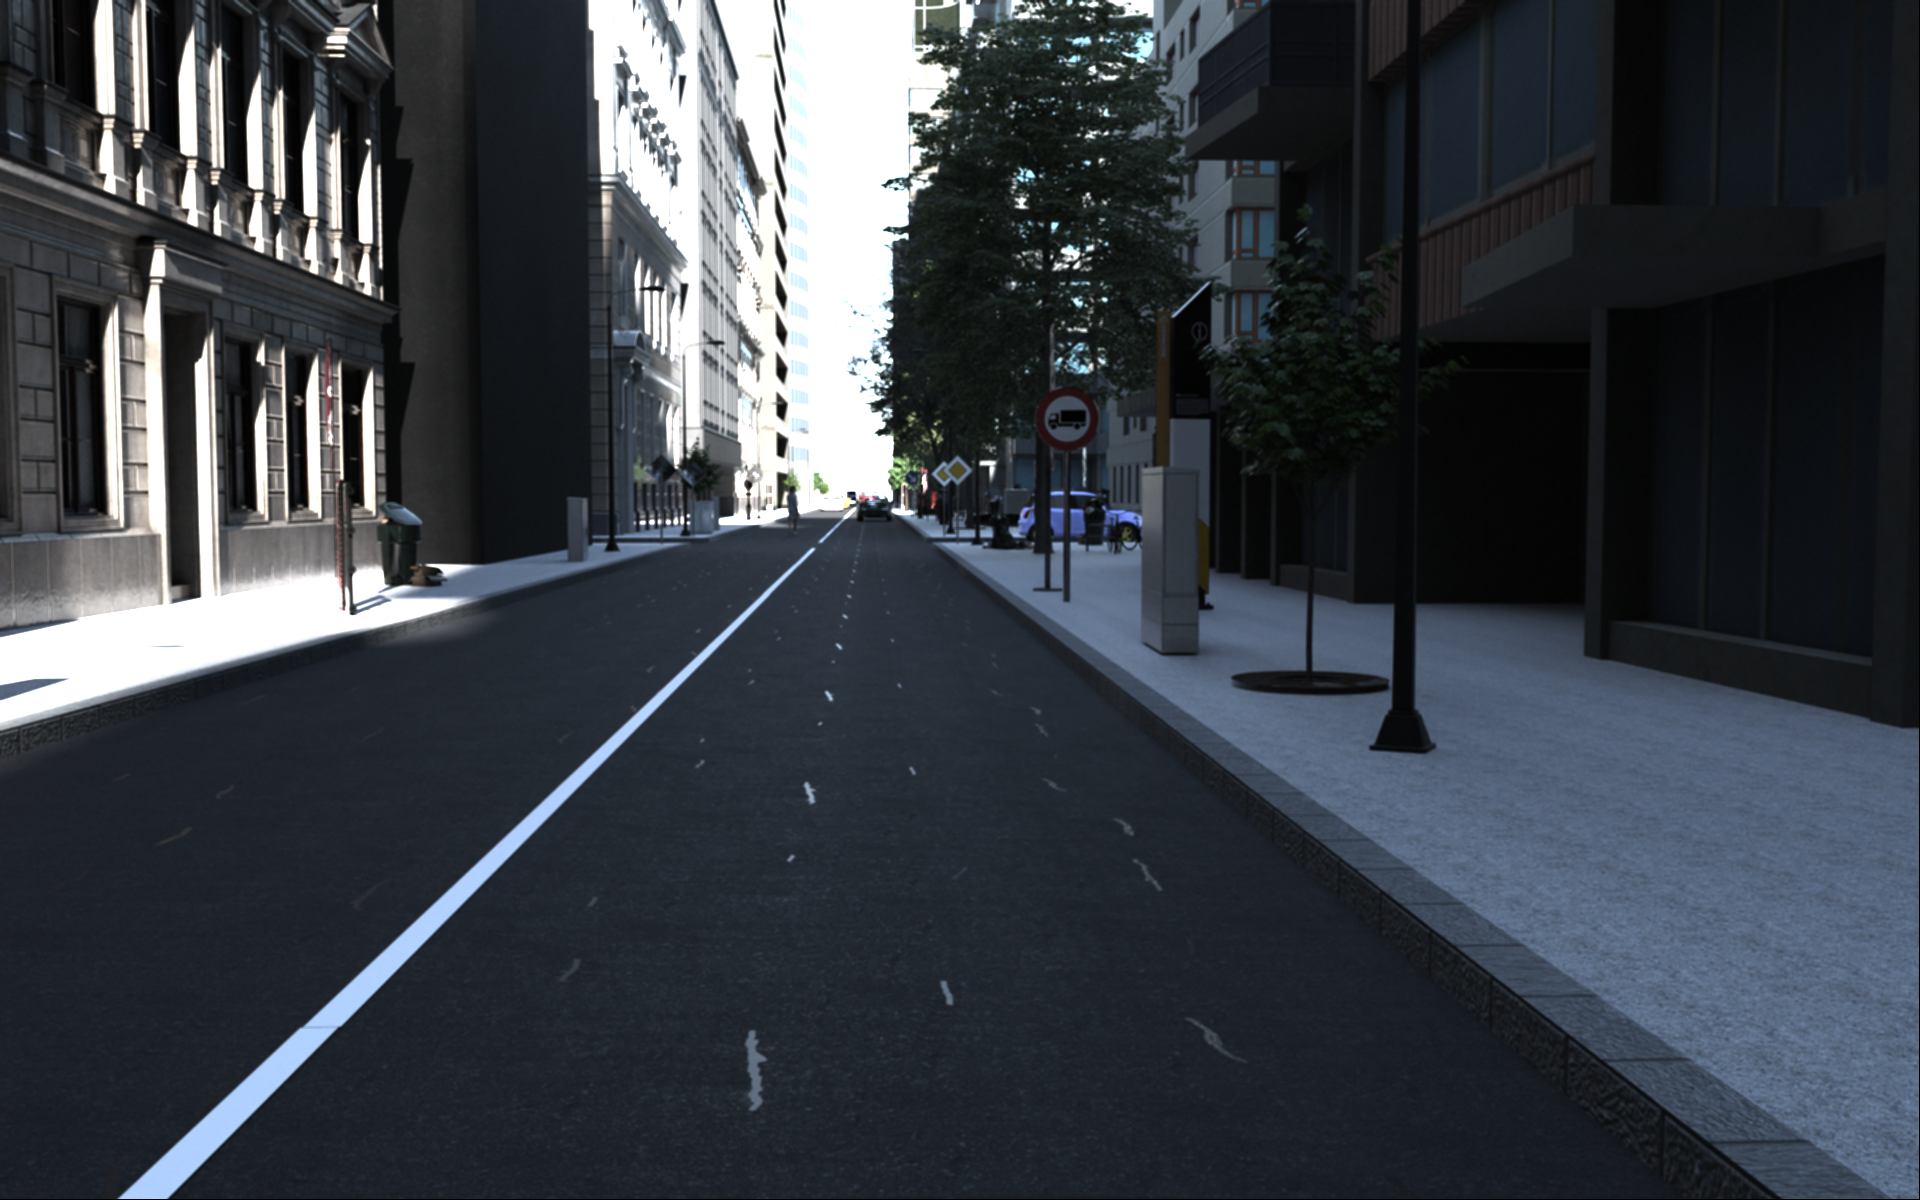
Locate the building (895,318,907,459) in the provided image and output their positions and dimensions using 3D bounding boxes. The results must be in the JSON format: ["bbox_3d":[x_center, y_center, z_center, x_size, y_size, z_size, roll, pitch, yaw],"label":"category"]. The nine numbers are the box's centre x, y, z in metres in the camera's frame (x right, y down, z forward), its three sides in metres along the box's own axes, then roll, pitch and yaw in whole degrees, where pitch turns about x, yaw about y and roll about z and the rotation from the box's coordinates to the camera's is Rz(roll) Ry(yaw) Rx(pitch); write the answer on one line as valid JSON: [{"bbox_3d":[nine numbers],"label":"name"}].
[{"bbox_3d":[-2.915,-30.188,265.267,14.160,30.474,14.107,0,4,-3],"label":"building"}]

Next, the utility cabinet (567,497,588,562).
[{"bbox_3d":[-7.332,-1.352,33.275,0.306,1.237,1.020,0,4,-6],"label":"utility cabinet"}]

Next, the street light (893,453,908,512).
[{"bbox_3d":[-2.628,-7.248,91.047,1.470,5.913,1.316,0,4,-3],"label":"street light"}]

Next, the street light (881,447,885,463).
[{"bbox_3d":[-6.703,-12.015,168.991,1.470,5.913,1.316,0,4,-3],"label":"street light"}]

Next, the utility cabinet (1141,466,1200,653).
[{"bbox_3d":[1.737,-0.343,14.287,0.318,1.500,1.173,0,4,-2],"label":"utility cabinet"}]

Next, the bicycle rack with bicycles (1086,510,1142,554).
[{"bbox_3d":[4.025,-1.528,38.370,2.852,0.926,2.925,-1,4,-15],"label":"bicycle rack with bicycles"}]

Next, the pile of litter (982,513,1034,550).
[{"bbox_3d":[1.146,-1.637,40.738,1.176,0.858,1.719,-1,4,-14],"label":"pile of litter"}]

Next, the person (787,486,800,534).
[{"bbox_3d":[-5.927,-3.194,61.480,0.466,1.731,0.760,0,4,0],"label":"person"}]

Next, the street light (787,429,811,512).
[{"bbox_3d":[-11.890,-9.544,128.587,1.470,5.913,1.316,0,4,-3],"label":"street light"}]

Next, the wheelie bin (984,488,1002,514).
[{"bbox_3d":[1.715,-5.096,91.229,0.980,1.594,0.693,-2,4,-24],"label":"wheelie bin"}]

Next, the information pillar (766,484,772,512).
[{"bbox_3d":[-13.866,-7.431,125.989,0.304,2.012,0.304,-3,5,-42],"label":"information pillar"}]

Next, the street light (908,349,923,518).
[{"bbox_3d":[-0.840,-5.086,55.699,1.470,5.913,1.316,0,4,-3],"label":"street light"}]

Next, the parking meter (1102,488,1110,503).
[{"bbox_3d":[6.477,-4.191,76.935,0.372,1.533,0.369,0,3,0],"label":"parking meter"}]

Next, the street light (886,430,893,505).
[{"bbox_3d":[-4.442,-9.416,126.493,1.470,5.913,1.316,0,4,-3],"label":"street light"}]

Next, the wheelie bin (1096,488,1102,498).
[{"bbox_3d":[7.362,-4.995,89.574,0.693,1.594,0.980,0,4,0],"label":"wheelie bin"}]

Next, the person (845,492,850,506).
[{"bbox_3d":[-13.858,-12.468,213.148,0.445,1.727,0.742,1,4,18],"label":"person"}]

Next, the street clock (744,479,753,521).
[{"bbox_3d":[-10.222,-4.840,83.711,0.358,2.002,0.471,2,4,25],"label":"street clock"}]

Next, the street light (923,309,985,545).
[{"bbox_3d":[-0.097,-4.338,43.473,1.470,5.913,1.316,0,4,-3],"label":"street light"}]

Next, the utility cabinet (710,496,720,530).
[{"bbox_3d":[-8.730,-3.092,61.716,0.306,1.237,1.020,-1,4,-11],"label":"utility cabinet"}]

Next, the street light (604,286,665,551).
[{"bbox_3d":[-7.271,-4.048,38.734,1.470,5.913,1.316,0,4,-3],"label":"street light"}]

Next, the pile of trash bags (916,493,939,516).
[{"bbox_3d":[-1.841,-5.819,104.899,1.912,1.369,3.447,1,4,17],"label":"pile of trash bags"}]

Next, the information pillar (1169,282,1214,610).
[{"bbox_3d":[2.552,-1.699,19.127,0.504,3.616,0.183,-2,4,-24],"label":"information pillar"}]

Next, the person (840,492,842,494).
[{"bbox_3d":[-16.047,-13.749,234.230,0.436,1.711,0.756,2,4,23],"label":"person"}]

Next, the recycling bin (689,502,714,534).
[{"bbox_3d":[-8.338,-2.649,55.860,0.722,1.027,0.722,0,4,-4],"label":"recycling bin"}]

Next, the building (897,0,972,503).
[{"bbox_3d":[1.299,-49.453,246.807,20.563,71.187,20.611,0,4,-3],"label":"building"}]

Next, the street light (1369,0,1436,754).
[{"bbox_3d":[1.693,-2.201,8.535,1.470,5.913,1.316,0,4,-3],"label":"street light"}]

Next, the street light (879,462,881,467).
[{"bbox_3d":[-8.508,-14.149,203.868,1.470,5.913,1.316,0,4,-3],"label":"street light"}]

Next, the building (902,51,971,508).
[{"bbox_3d":[2.032,-29.400,164.292,14.154,41.232,14.086,0,4,-3],"label":"building"}]

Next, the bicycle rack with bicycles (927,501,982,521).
[{"bbox_3d":[-0.387,-4.224,82.439,2.852,0.926,2.925,-1,4,-13],"label":"bicycle rack with bicycles"}]

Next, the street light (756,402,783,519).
[{"bbox_3d":[-9.643,-7.036,87.574,1.470,5.913,1.316,0,4,-3],"label":"street light"}]

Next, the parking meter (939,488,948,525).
[{"bbox_3d":[-0.671,-3.910,72.346,0.372,1.533,0.369,0,3,0],"label":"parking meter"}]

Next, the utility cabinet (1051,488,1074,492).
[{"bbox_3d":[3.786,-3.535,66.482,1.173,1.500,0.318,0,4,4],"label":"utility cabinet"}]

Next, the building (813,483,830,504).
[{"bbox_3d":[-36.662,-35.356,269.950,32.217,40.220,23.993,0,4,-3],"label":"building"}]

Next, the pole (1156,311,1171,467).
[{"bbox_3d":[2.279,-1.565,19.428,0.158,3.312,0.155,0,3,0],"label":"pole"}]

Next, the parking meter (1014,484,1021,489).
[{"bbox_3d":[3.162,-5.500,95.641,0.255,1.863,0.399,2,4,32],"label":"parking meter"}]

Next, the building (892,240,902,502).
[{"bbox_3d":[-3.907,-36.443,279.441,14.154,41.232,14.086,0,4,-3],"label":"building"}]

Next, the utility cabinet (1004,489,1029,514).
[{"bbox_3d":[2.577,-4.302,79.014,1.173,1.500,0.318,-2,4,-29],"label":"utility cabinet"}]

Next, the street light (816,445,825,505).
[{"bbox_3d":[-13.750,-11.675,163.433,1.470,5.913,1.316,0,4,-3],"label":"street light"}]

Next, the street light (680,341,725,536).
[{"bbox_3d":[-7.800,-4.890,52.493,1.470,5.913,1.316,0,4,-3],"label":"street light"}]

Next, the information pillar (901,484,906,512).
[{"bbox_3d":[-4.059,-7.387,125.271,0.304,2.012,0.304,-1,4,-12],"label":"information pillar"}]

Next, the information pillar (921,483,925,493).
[{"bbox_3d":[-2.582,-6.892,117.172,0.304,2.012,0.304,-1,4,-15],"label":"information pillar"}]

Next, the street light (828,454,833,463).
[{"bbox_3d":[-15.622,-13.811,198.342,1.470,5.913,1.316,0,4,-3],"label":"street light"}]

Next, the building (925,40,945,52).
[{"bbox_3d":[5.967,-34.673,186.517,23.786,49.044,30.456,0,4,-3],"label":"building"}]

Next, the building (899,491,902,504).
[{"bbox_3d":[8.176,-32.657,225.819,32.217,40.220,23.993,0,4,-3],"label":"building"}]
